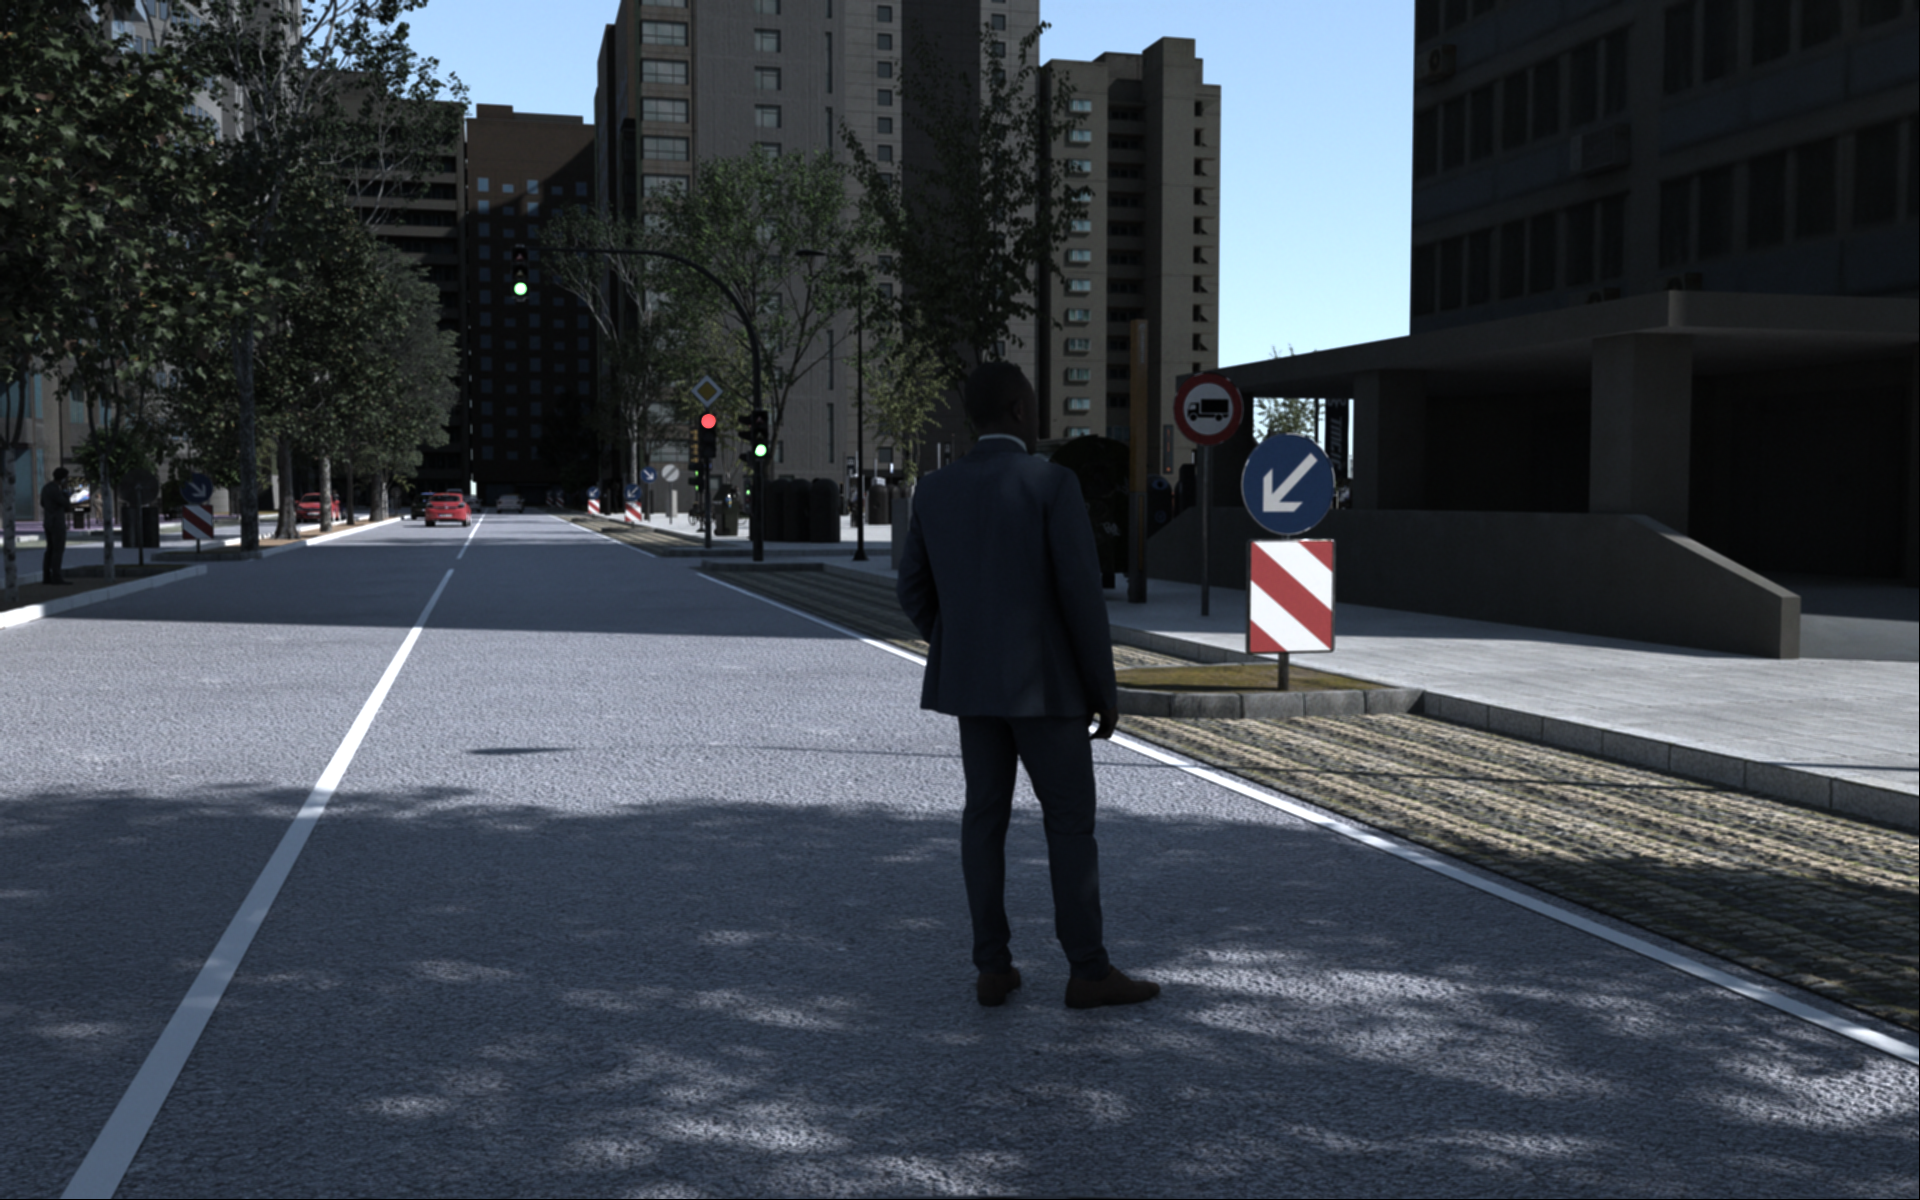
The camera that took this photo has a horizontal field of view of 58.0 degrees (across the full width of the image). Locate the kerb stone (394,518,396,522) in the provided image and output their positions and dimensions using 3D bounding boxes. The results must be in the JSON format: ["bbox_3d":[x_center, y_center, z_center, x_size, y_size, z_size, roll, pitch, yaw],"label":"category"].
[{"bbox_3d":[-28.827,-4.013,87.812,0.120,0.150,1.000,-1,4,-15],"label":"kerb stone"}]

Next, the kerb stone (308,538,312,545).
[{"bbox_3d":[-18.212,-1.590,48.192,0.120,0.150,1.000,-1,4,-15],"label":"kerb stone"}]

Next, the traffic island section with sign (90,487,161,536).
[{"bbox_3d":[-29.143,-3.176,60.562,1.989,1.847,2.006,-1,4,-15],"label":"traffic island section with sign"}]

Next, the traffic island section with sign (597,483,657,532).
[{"bbox_3d":[-12.560,-3.486,65.628,1.989,1.847,2.006,-1,4,-15],"label":"traffic island section with sign"}]

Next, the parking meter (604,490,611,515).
[{"bbox_3d":[-21.311,-5.888,104.679,0.372,1.533,0.369,0,3,0],"label":"parking meter"}]

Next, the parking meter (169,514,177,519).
[{"bbox_3d":[-40.193,-4.890,88.366,0.372,1.533,0.369,0,3,0],"label":"parking meter"}]

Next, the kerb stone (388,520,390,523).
[{"bbox_3d":[-27.497,-3.709,82.860,0.120,0.150,1.000,-1,4,-15],"label":"kerb stone"}]

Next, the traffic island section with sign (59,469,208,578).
[{"bbox_3d":[-14.574,-1.369,30.524,2.006,1.907,1.989,-1,4,-15],"label":"traffic island section with sign"}]

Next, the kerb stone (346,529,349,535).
[{"bbox_3d":[-21.398,-2.312,60.079,0.120,0.150,1.000,-1,4,-15],"label":"kerb stone"}]

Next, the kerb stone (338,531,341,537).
[{"bbox_3d":[-20.593,-2.132,57.111,0.120,0.150,1.000,-1,4,-15],"label":"kerb stone"}]

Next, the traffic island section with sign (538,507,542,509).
[{"bbox_3d":[-39.548,-9.644,166.301,1.989,1.847,2.006,-1,4,-15],"label":"traffic island section with sign"}]

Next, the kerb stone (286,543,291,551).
[{"bbox_3d":[-16.887,-1.288,43.247,0.120,0.150,1.000,-1,4,-15],"label":"kerb stone"}]

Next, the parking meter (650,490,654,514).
[{"bbox_3d":[-19.932,-6.311,111.589,0.372,1.533,0.369,0,3,0],"label":"parking meter"}]

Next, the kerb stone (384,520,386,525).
[{"bbox_3d":[-26.707,-3.525,79.877,0.120,0.150,1.000,-1,4,-15],"label":"kerb stone"}]

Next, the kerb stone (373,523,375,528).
[{"bbox_3d":[-24.843,-3.104,72.947,0.120,0.150,1.000,-1,4,-15],"label":"kerb stone"}]

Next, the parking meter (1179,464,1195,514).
[{"bbox_3d":[4.402,-1.705,33.594,0.255,1.863,0.399,0,4,-4],"label":"parking meter"}]

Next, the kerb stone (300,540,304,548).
[{"bbox_3d":[-17.684,-1.469,46.214,0.120,0.150,1.000,-1,4,-15],"label":"kerb stone"}]

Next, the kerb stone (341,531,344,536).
[{"bbox_3d":[-20.872,-2.196,58.096,0.120,0.150,1.000,-1,4,-15],"label":"kerb stone"}]

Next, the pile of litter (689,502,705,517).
[{"bbox_3d":[-14.869,-5.219,99.289,1.176,0.858,1.719,3,4,39],"label":"pile of litter"}]

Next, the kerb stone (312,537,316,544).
[{"bbox_3d":[-18.482,-1.643,49.187,0.120,0.150,1.000,-1,4,-15],"label":"kerb stone"}]

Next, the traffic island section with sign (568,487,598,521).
[{"bbox_3d":[-19.539,-5.079,91.668,1.989,1.847,2.006,-1,4,-15],"label":"traffic island section with sign"}]

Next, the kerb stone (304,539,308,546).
[{"bbox_3d":[-17.952,-1.530,47.204,0.120,0.150,1.000,-1,4,-15],"label":"kerb stone"}]

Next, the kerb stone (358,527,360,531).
[{"bbox_3d":[-22.725,-2.618,65.026,0.120,0.150,1.000,-1,4,-15],"label":"kerb stone"}]

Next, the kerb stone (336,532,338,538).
[{"bbox_3d":[-20.333,-2.075,56.118,0.120,0.150,1.000,-1,4,-15],"label":"kerb stone"}]

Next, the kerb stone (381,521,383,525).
[{"bbox_3d":[-26.166,-3.404,77.888,0.120,0.150,1.000,-1,4,-15],"label":"kerb stone"}]

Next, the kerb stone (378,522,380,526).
[{"bbox_3d":[-25.641,-3.283,75.909,0.120,0.150,1.000,-1,4,-15],"label":"kerb stone"}]

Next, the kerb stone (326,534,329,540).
[{"bbox_3d":[-19.540,-1.891,53.146,0.120,0.150,1.000,-1,4,-15],"label":"kerb stone"}]

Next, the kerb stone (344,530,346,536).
[{"bbox_3d":[-21.136,-2.255,59.089,0.120,0.150,1.000,-1,4,-15],"label":"kerb stone"}]

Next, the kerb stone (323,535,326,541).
[{"bbox_3d":[-19.275,-1.833,52.159,0.120,0.150,1.000,-1,4,-15],"label":"kerb stone"}]

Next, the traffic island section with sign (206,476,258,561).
[{"bbox_3d":[-16.482,-1.807,37.682,2.006,1.907,1.989,-1,4,-15],"label":"traffic island section with sign"}]

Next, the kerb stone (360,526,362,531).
[{"bbox_3d":[-22.995,-2.680,66.012,0.120,0.150,1.000,-1,4,-15],"label":"kerb stone"}]

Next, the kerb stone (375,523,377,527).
[{"bbox_3d":[-25.109,-3.164,73.935,0.120,0.150,1.000,-1,4,-15],"label":"kerb stone"}]

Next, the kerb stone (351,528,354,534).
[{"bbox_3d":[-21.929,-2.438,62.064,0.120,0.150,1.000,-1,4,-15],"label":"kerb stone"}]

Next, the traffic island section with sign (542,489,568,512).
[{"bbox_3d":[-32.429,-8.020,139.761,1.989,1.847,2.006,-1,4,-15],"label":"traffic island section with sign"}]

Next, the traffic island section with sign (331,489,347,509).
[{"bbox_3d":[-49.204,-7.758,135.472,1.989,1.847,2.006,-1,4,-15],"label":"traffic island section with sign"}]

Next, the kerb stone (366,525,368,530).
[{"bbox_3d":[-23.783,-2.860,68.982,0.120,0.150,1.000,-1,4,-15],"label":"kerb stone"}]

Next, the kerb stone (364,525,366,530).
[{"bbox_3d":[-23.519,-2.801,67.994,0.120,0.150,1.000,-1,4,-15],"label":"kerb stone"}]

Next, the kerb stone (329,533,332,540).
[{"bbox_3d":[-19.808,-1.954,54.138,0.120,0.150,1.000,-1,4,-15],"label":"kerb stone"}]

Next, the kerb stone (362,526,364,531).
[{"bbox_3d":[-23.250,-2.740,67.002,0.120,0.150,1.000,-1,4,-15],"label":"kerb stone"}]

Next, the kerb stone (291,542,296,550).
[{"bbox_3d":[-17.154,-1.348,44.235,0.120,0.150,1.000,-1,4,-15],"label":"kerb stone"}]

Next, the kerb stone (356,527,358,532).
[{"bbox_3d":[-22.460,-2.559,64.038,0.120,0.150,1.000,-1,4,-15],"label":"kerb stone"}]

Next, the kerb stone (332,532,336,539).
[{"bbox_3d":[-20.069,-2.010,55.130,0.120,0.150,1.000,-1,4,-15],"label":"kerb stone"}]

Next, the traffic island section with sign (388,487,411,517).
[{"bbox_3d":[-35.943,-6.246,110.266,2.006,1.907,1.989,-1,4,-15],"label":"traffic island section with sign"}]

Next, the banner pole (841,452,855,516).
[{"bbox_3d":[-6.605,-6.866,102.273,0.863,3.779,0.401,0,4,2],"label":"banner pole"}]

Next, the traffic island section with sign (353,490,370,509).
[{"bbox_3d":[-56.280,-9.373,161.873,1.989,1.847,2.006,-1,4,-15],"label":"traffic island section with sign"}]

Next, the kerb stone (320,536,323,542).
[{"bbox_3d":[-19.014,-1.772,51.169,0.120,0.150,1.000,-1,4,-15],"label":"kerb stone"}]

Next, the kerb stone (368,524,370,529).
[{"bbox_3d":[-24.048,-2.922,69.977,0.120,0.150,1.000,-1,4,-15],"label":"kerb stone"}]

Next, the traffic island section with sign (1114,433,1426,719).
[{"bbox_3d":[1.830,-0.203,11.940,1.989,1.847,2.006,-1,4,-15],"label":"traffic island section with sign"}]

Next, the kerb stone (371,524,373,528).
[{"bbox_3d":[-24.590,-3.043,71.957,0.120,0.150,1.000,-1,4,-15],"label":"kerb stone"}]

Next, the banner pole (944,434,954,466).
[{"bbox_3d":[-0.435,-5.038,72.388,0.401,3.779,0.863,-2,4,-32],"label":"banner pole"}]

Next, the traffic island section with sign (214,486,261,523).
[{"bbox_3d":[-36.117,-4.769,86.603,1.989,1.847,2.006,-1,4,-15],"label":"traffic island section with sign"}]

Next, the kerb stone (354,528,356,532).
[{"bbox_3d":[-22.192,-2.494,63.052,0.120,0.150,1.000,-1,4,-15],"label":"kerb stone"}]

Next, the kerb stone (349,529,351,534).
[{"bbox_3d":[-21.657,-2.376,61.067,0.120,0.150,1.000,-1,4,-15],"label":"kerb stone"}]

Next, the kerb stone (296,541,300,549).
[{"bbox_3d":[-17.415,-1.409,45.228,0.120,0.150,1.000,-1,4,-15],"label":"kerb stone"}]

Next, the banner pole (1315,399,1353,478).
[{"bbox_3d":[7.210,-2.686,33.936,0.863,3.779,0.401,1,4,22],"label":"banner pole"}]

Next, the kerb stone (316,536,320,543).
[{"bbox_3d":[-18.739,-1.711,50.177,0.120,0.150,1.000,-1,4,-15],"label":"kerb stone"}]
